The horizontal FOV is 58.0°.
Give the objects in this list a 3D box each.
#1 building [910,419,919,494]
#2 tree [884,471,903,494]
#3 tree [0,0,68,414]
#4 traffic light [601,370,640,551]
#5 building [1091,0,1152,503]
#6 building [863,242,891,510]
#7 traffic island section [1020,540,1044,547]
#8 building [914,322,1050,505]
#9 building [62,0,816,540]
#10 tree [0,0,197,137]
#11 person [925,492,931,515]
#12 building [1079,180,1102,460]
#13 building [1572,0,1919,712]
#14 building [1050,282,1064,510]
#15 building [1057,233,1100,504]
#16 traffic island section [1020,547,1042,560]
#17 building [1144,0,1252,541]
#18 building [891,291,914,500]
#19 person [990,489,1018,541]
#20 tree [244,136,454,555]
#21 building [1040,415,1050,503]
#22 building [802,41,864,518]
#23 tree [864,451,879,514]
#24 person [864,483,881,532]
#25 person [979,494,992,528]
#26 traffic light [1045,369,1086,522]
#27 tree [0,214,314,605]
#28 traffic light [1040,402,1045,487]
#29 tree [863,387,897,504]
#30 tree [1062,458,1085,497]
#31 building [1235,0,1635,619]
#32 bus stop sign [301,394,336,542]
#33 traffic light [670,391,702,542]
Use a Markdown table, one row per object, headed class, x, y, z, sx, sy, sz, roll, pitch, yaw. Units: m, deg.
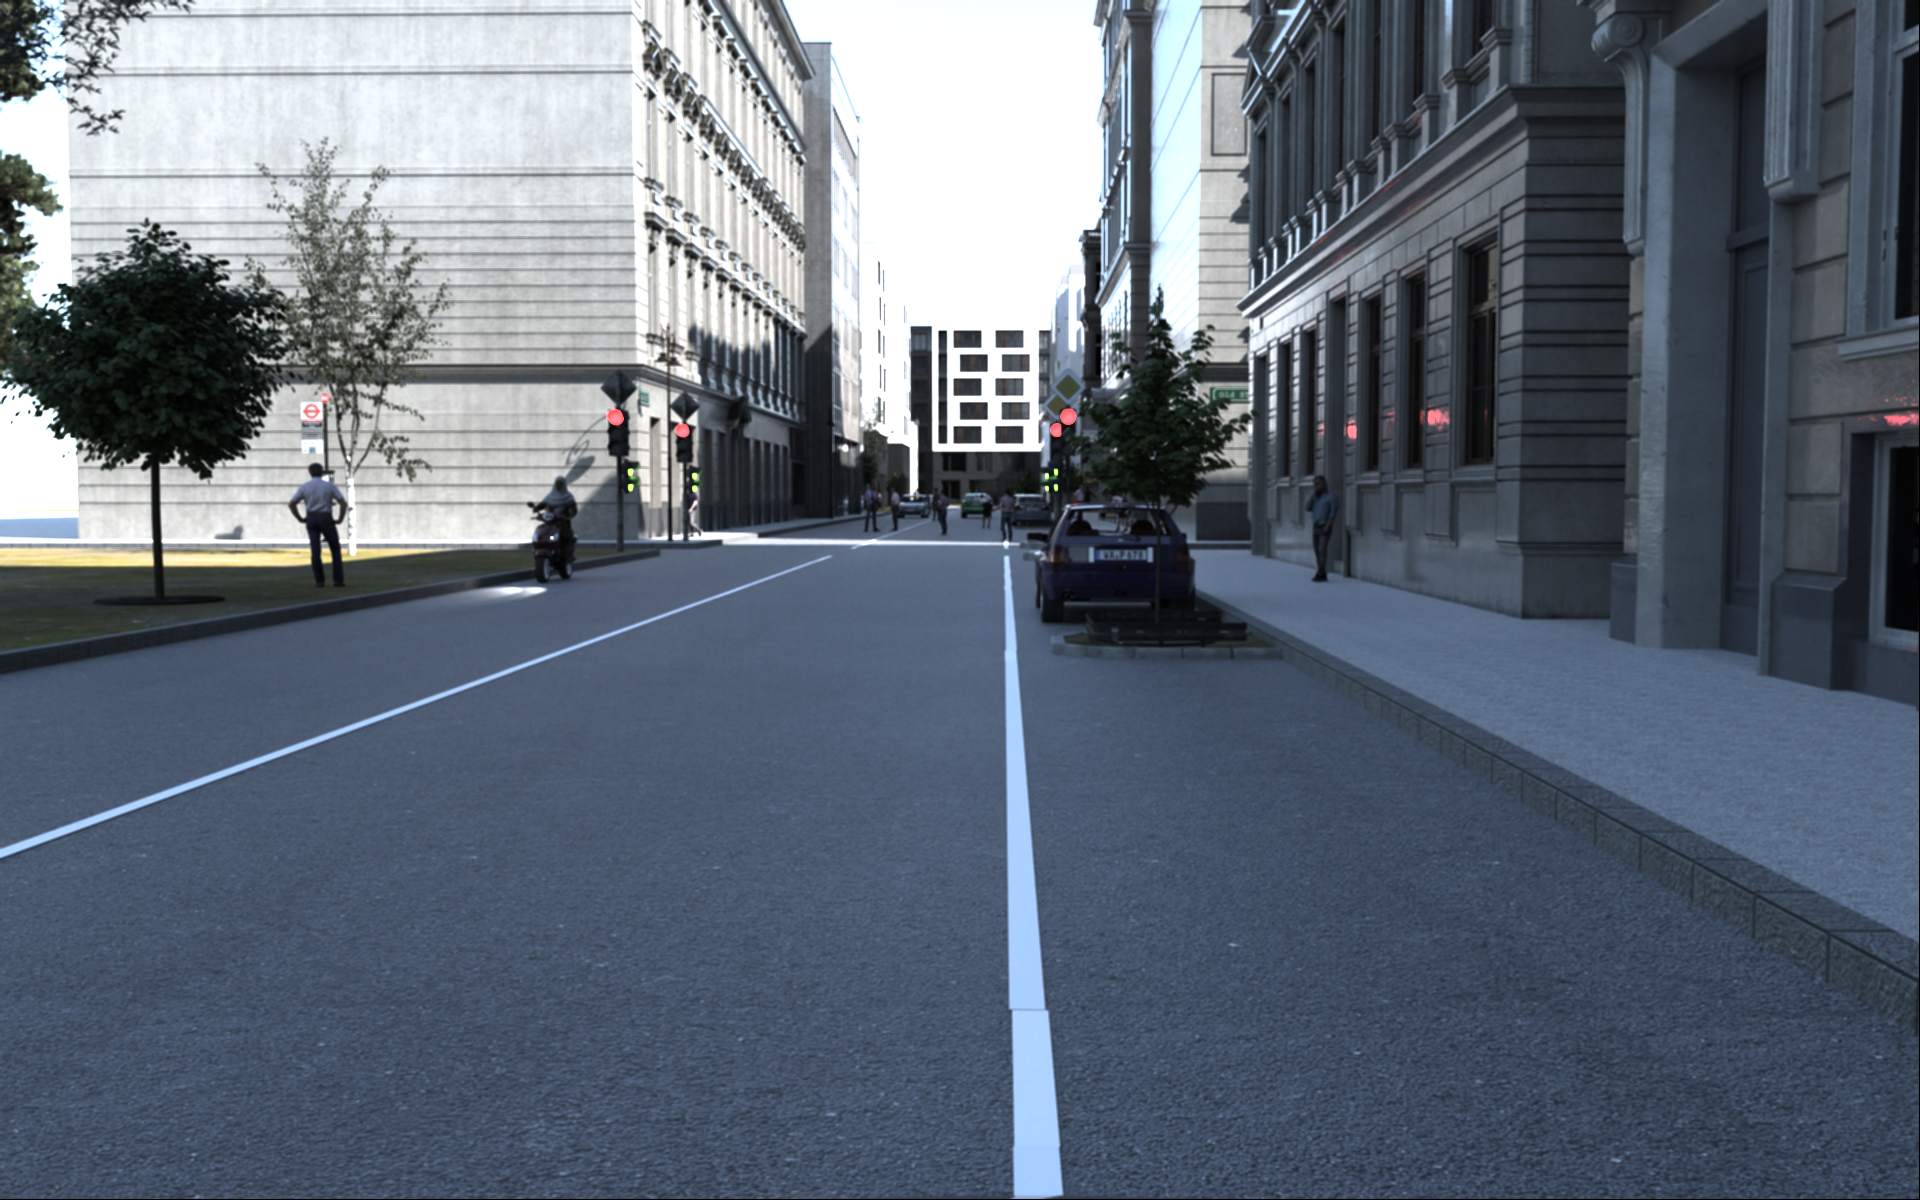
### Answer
| class | x | y | z | sx | sy | sz | roll | pitch | yaw |
| --- | --- | --- | --- | --- | --- | --- | --- | --- | --- |
| building | -18.842 | -15.382 | 193.647 | 28.070 | 9.664 | 9.099 | 0 | 4 | 1 |
| tree | -5.394 | -9.196 | 144.949 | 1.663 | 3.219 | 1.824 | 0 | 3 | 0 |
| tree | -17.836 | -6.513 | 28.541 | 6.751 | 12.117 | 7.091 | 0 | 3 | 0 |
| traffic light | -7.589 | -3.022 | 38.659 | 0.839 | 4.213 | 0.868 | 0 | 4 | 1 |
| building | 12.943 | -17.741 | 75.970 | 13.634 | 28.700 | 20.117 | 0 | 4 | 1 |
| building | -20.774 | -18.039 | 138.914 | 27.936 | 21.610 | 32.646 | 0 | 4 | 1 |
| traffic island section | 2.610 | -1.482 | 46.519 | 2.009 | 0.180 | 2.903 | 0 | 4 | 1 |
| building | -5.102 | -23.015 | 220.272 | 32.646 | 21.610 | 27.936 | 0 | 4 | 1 |
| building | -16.265 | -17.881 | 68.771 | 17.030 | 29.872 | 44.131 | 0 | 4 | 1 |
| tree | -9.576 | -6.244 | 12.464 | 12.009 | 13.543 | 11.850 | 0 | 3 | 0 |
| person | -2.211 | -6.733 | 120.793 | 0.499 | 1.552 | 0.429 | -1 | 4 | -10 |
| building | 14.424 | -17.391 | 103.434 | 14.460 | 24.649 | 34.723 | 0 | 4 | 1 |
| building | 11.756 | -13.382 | 4.692 | 13.634 | 28.700 | 20.117 | 0 | 4 | 1 |
| building | 16.726 | -17.514 | 152.812 | 16.747 | 18.905 | 31.486 | 0 | 4 | 1 |
| building | 15.407 | -16.818 | 131.399 | 16.016 | 20.091 | 11.380 | 0 | 4 | 1 |
| traffic island section | 2.409 | -0.994 | 38.537 | 2.009 | 0.180 | 2.903 | 0 | 4 | 1 |
| building | 28.102 | -16.976 | 53.969 | 44.131 | 29.872 | 17.030 | 0 | 4 | 1 |
| building | -19.689 | -20.082 | 172.322 | 27.936 | 21.610 | 32.646 | 0 | 4 | 1 |
| person | 1.426 | -2.596 | 52.901 | 0.963 | 1.587 | 0.435 | -2 | 4 | -32 |
| tree | -12.675 | -5.234 | 35.932 | 4.360 | 8.622 | 3.978 | 0 | 3 | 0 |
| building | 13.284 | -14.762 | 183.507 | 9.099 | 9.664 | 28.070 | 0 | 4 | 1 |
| building | -12.450 | -17.307 | 100.995 | 12.078 | 24.808 | 19.932 | 0 | 4 | 1 |
| tree | -6.970 | -7.969 | 114.009 | 4.285 | 4.588 | 4.351 | 0 | 3 | 0 |
| person | -3.316 | -3.533 | 66.126 | 0.709 | 1.838 | 0.599 | -2 | 4 | -34 |
| person | 1.071 | -3.785 | 73.575 | 0.799 | 1.438 | 0.628 | 2 | 4 | 34 |
| traffic light | 2.370 | -3.008 | 38.425 | 0.839 | 4.213 | 0.868 | 0 | 4 | 1 |
| tree | -9.470 | -2.254 | 20.560 | 4.285 | 4.588 | 4.351 | 0 | 3 | 0 |
| traffic light | 2.571 | -3.496 | 46.408 | 0.839 | 4.213 | 0.868 | 0 | 4 | 1 |
| tree | -6.391 | -10.360 | 119.750 | 4.360 | 8.622 | 3.978 | 0 | 3 | 0 |
| tree | 5.888 | -5.925 | 91.467 | 1.663 | 3.219 | 1.824 | 0 | 3 | 0 |
| building | 10.963 | -11.653 | 26.690 | 11.583 | 22.565 | 21.152 | 0 | 4 | 1 |
| bus stop sign | -17.063 | -3.508 | 46.063 | 0.855 | 3.939 | 0.416 | 0 | 4 | 1 |
| traffic light | -7.388 | -3.511 | 46.641 | 0.839 | 4.213 | 0.868 | 0 | 4 | 1 |
